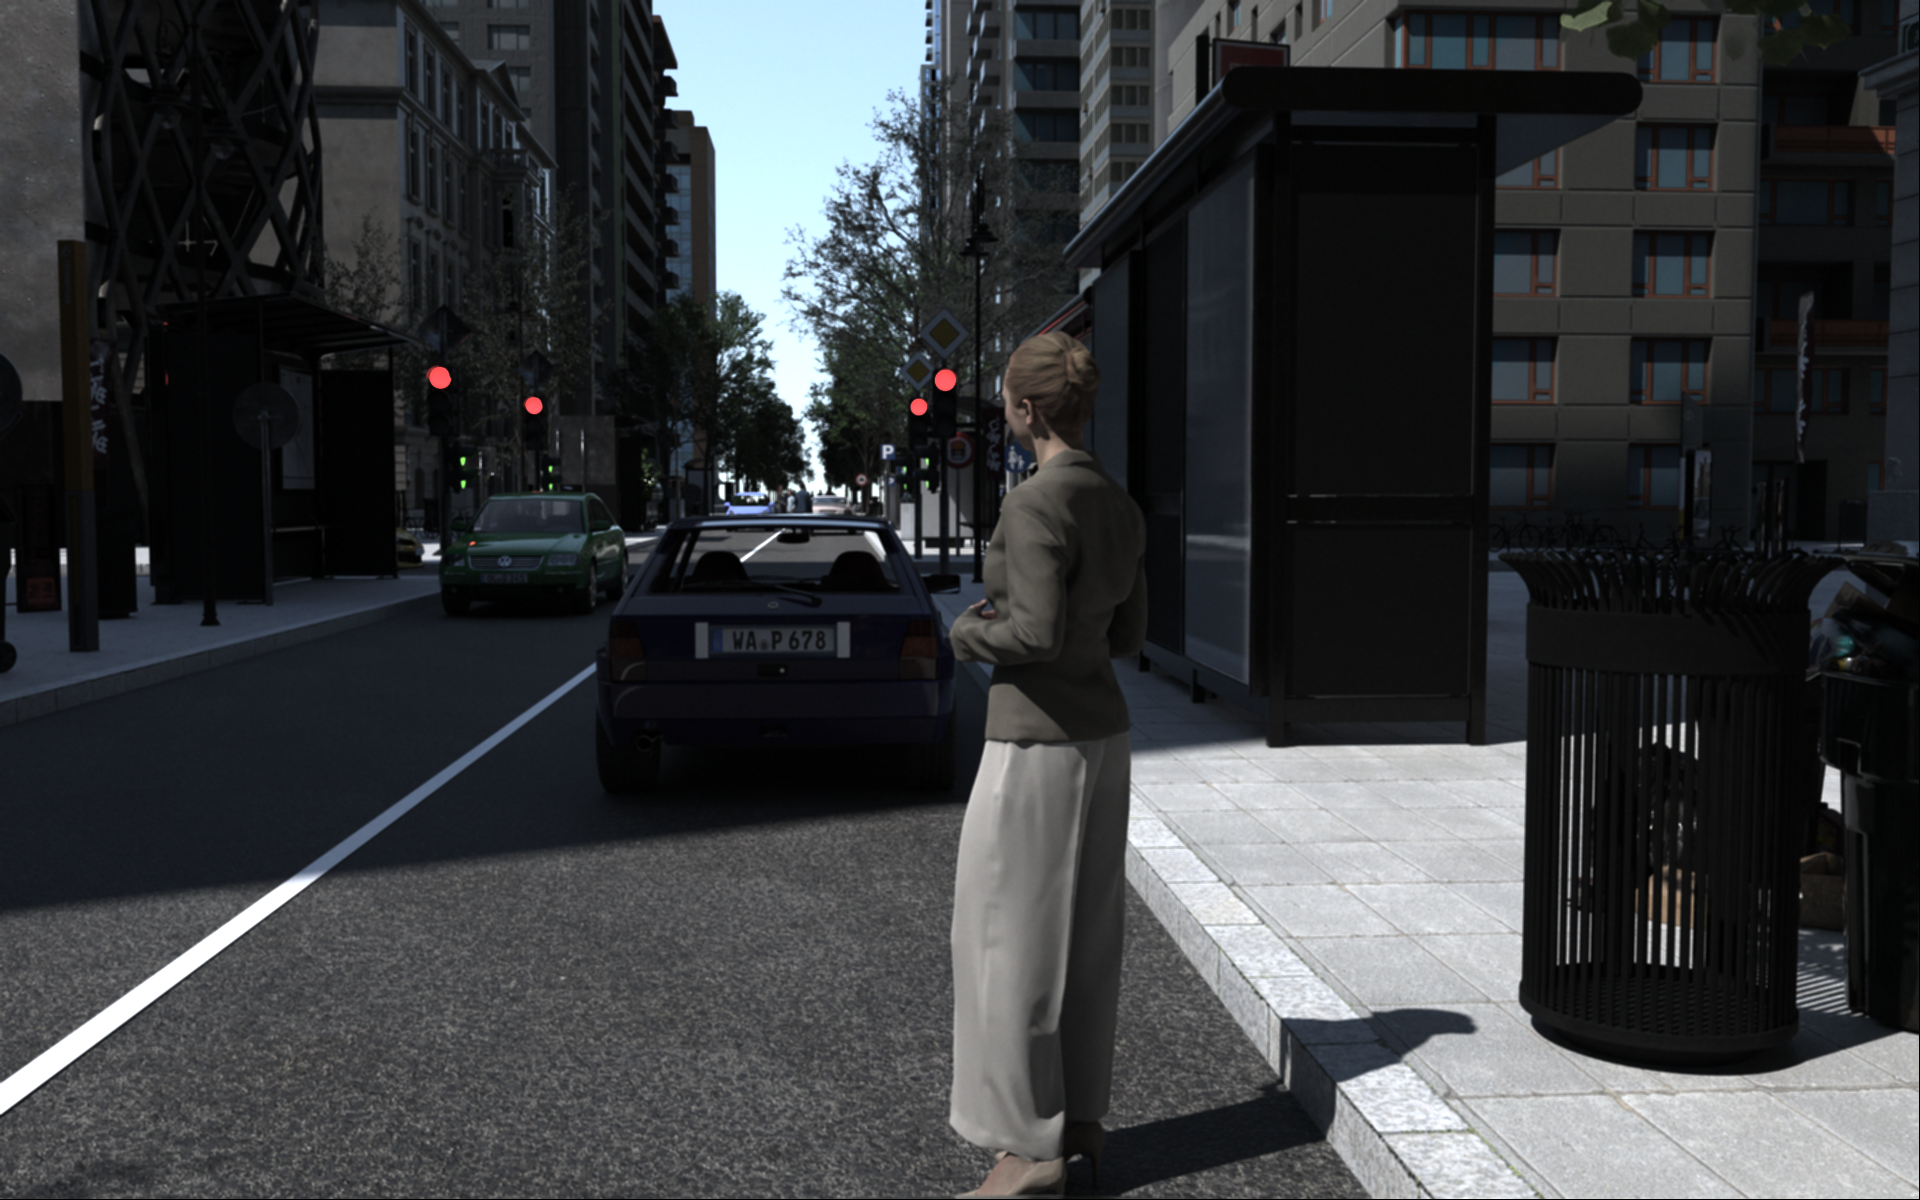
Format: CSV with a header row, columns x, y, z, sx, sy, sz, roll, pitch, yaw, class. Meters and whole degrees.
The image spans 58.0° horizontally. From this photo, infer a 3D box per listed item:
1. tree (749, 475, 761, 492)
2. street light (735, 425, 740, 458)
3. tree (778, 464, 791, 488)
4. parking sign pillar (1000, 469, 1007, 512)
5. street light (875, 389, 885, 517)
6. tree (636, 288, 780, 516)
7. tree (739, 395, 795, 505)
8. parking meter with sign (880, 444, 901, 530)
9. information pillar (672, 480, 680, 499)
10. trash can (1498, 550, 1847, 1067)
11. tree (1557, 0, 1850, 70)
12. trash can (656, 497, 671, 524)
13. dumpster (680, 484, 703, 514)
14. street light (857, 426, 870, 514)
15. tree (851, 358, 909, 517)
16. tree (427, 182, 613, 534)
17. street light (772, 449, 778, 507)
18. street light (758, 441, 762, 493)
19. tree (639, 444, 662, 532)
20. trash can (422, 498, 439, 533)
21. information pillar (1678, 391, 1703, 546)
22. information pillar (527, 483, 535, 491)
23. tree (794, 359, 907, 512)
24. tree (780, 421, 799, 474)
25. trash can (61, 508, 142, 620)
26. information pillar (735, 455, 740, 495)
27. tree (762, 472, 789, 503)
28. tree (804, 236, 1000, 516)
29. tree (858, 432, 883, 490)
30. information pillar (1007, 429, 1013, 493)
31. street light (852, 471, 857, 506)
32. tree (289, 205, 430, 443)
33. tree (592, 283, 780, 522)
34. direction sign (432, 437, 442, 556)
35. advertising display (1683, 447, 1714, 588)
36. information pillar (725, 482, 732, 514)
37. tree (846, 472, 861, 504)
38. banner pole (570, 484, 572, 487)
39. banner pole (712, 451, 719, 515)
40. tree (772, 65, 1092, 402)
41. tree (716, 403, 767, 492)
x,y,z,sx,sy,sz,roll,pitch,yaw,class
-18.506,-9.879,156.129,1.663,3.219,1.824,0,3,0,tree
-14.225,-8.402,110.161,0.468,5.910,1.993,0,4,-4,street light
-24.998,-17.753,240.628,4.360,8.622,3.978,0,3,0,tree
2.294,-6.146,88.958,1.447,3.967,1.447,3,5,41,parking sign pillar
-3.481,-6.301,75.808,0.468,5.910,1.993,0,4,-4,street light
-12.622,-9.841,86.652,9.928,11.665,9.643,0,3,0,tree
-21.247,-17.326,200.287,9.611,12.733,9.660,0,3,0,tree
-2.369,-3.979,61.314,0.543,3.016,1.738,1,4,10,parking meter with sign
-15.022,-5.327,91.580,0.304,2.012,0.304,1,4,21,information pillar
1.642,0.464,4.063,0.748,1.137,0.748,0,3,0,trash can
2.620,-5.088,1.322,7.486,12.596,7.792,0,3,0,tree
-12.640,-3.785,73.546,0.748,1.137,0.748,0,3,0,trash can
-15.044,-5.583,97.032,1.264,1.857,1.865,0,4,-4,dumpster
-6.552,-8.860,117.655,0.468,5.910,1.993,0,4,-4,street light
-3.748,-8.545,90.077,4.360,8.622,3.978,0,3,0,tree
-10.019,-5.547,41.055,4.360,8.622,3.978,0,3,0,tree
-19.201,-12.518,177.458,0.468,5.910,1.993,0,4,-4,street light
-16.639,-10.449,143.621,0.468,5.910,1.993,0,4,-4,street light
-10.932,-3.895,58.292,1.663,3.219,1.824,0,3,0,tree
-17.547,-2.820,57.754,0.748,1.137,0.748,0,3,0,trash can
16.624,-2.941,39.435,0.504,3.616,0.183,0,4,-2,information pillar
-18.460,-4.298,74.760,0.304,2.012,0.304,1,4,12,information pillar
-6.965,-12.835,126.855,9.611,12.733,9.660,0,3,0,tree
-20.430,-15.192,182.809,7.601,10.594,8.767,0,4,2,tree
-8.842,-0.381,17.881,0.748,1.137,0.748,0,3,0,trash can
-13.232,-6.825,102.951,0.183,3.616,0.504,-2,4,-32,information pillar
-24.133,-15.136,231.191,4.285,4.588,4.351,0,3,0,tree
-1.887,-8.799,69.612,9.928,11.665,9.643,0,3,0,tree
-7.716,-12.000,146.564,4.737,8.622,4.395,0,3,0,tree
1.739,-4.201,60.041,0.183,3.616,0.504,1,4,21,information pillar
-8.955,-10.875,150.588,0.468,5.910,1.993,0,4,-4,street light
-15.643,-5.781,44.889,4.360,8.622,3.978,0,3,0,tree
-12.718,-8.671,76.176,7.601,10.594,8.767,0,4,6,tree
-10.842,-2.699,36.125,0.379,3.537,0.876,-1,4,-14,direction sign
10.234,-1.150,24.014,0.123,1.923,0.974,3,4,37,advertising display
-13.867,-6.066,103.672,0.304,2.012,0.304,-3,5,-39,information pillar
-13.806,-15.105,230.684,4.285,4.588,4.351,0,3,0,tree
-18.086,-5.601,81.590,0.863,3.779,0.401,3,4,36,banner pole
-13.719,-6.551,97.131,0.401,3.779,0.863,-3,4,-38,banner pole
-0.536,-8.581,50.672,12.009,13.543,11.850,0,3,0,tree
-16.484,-11.083,131.572,4.737,8.622,4.395,0,3,0,tree
